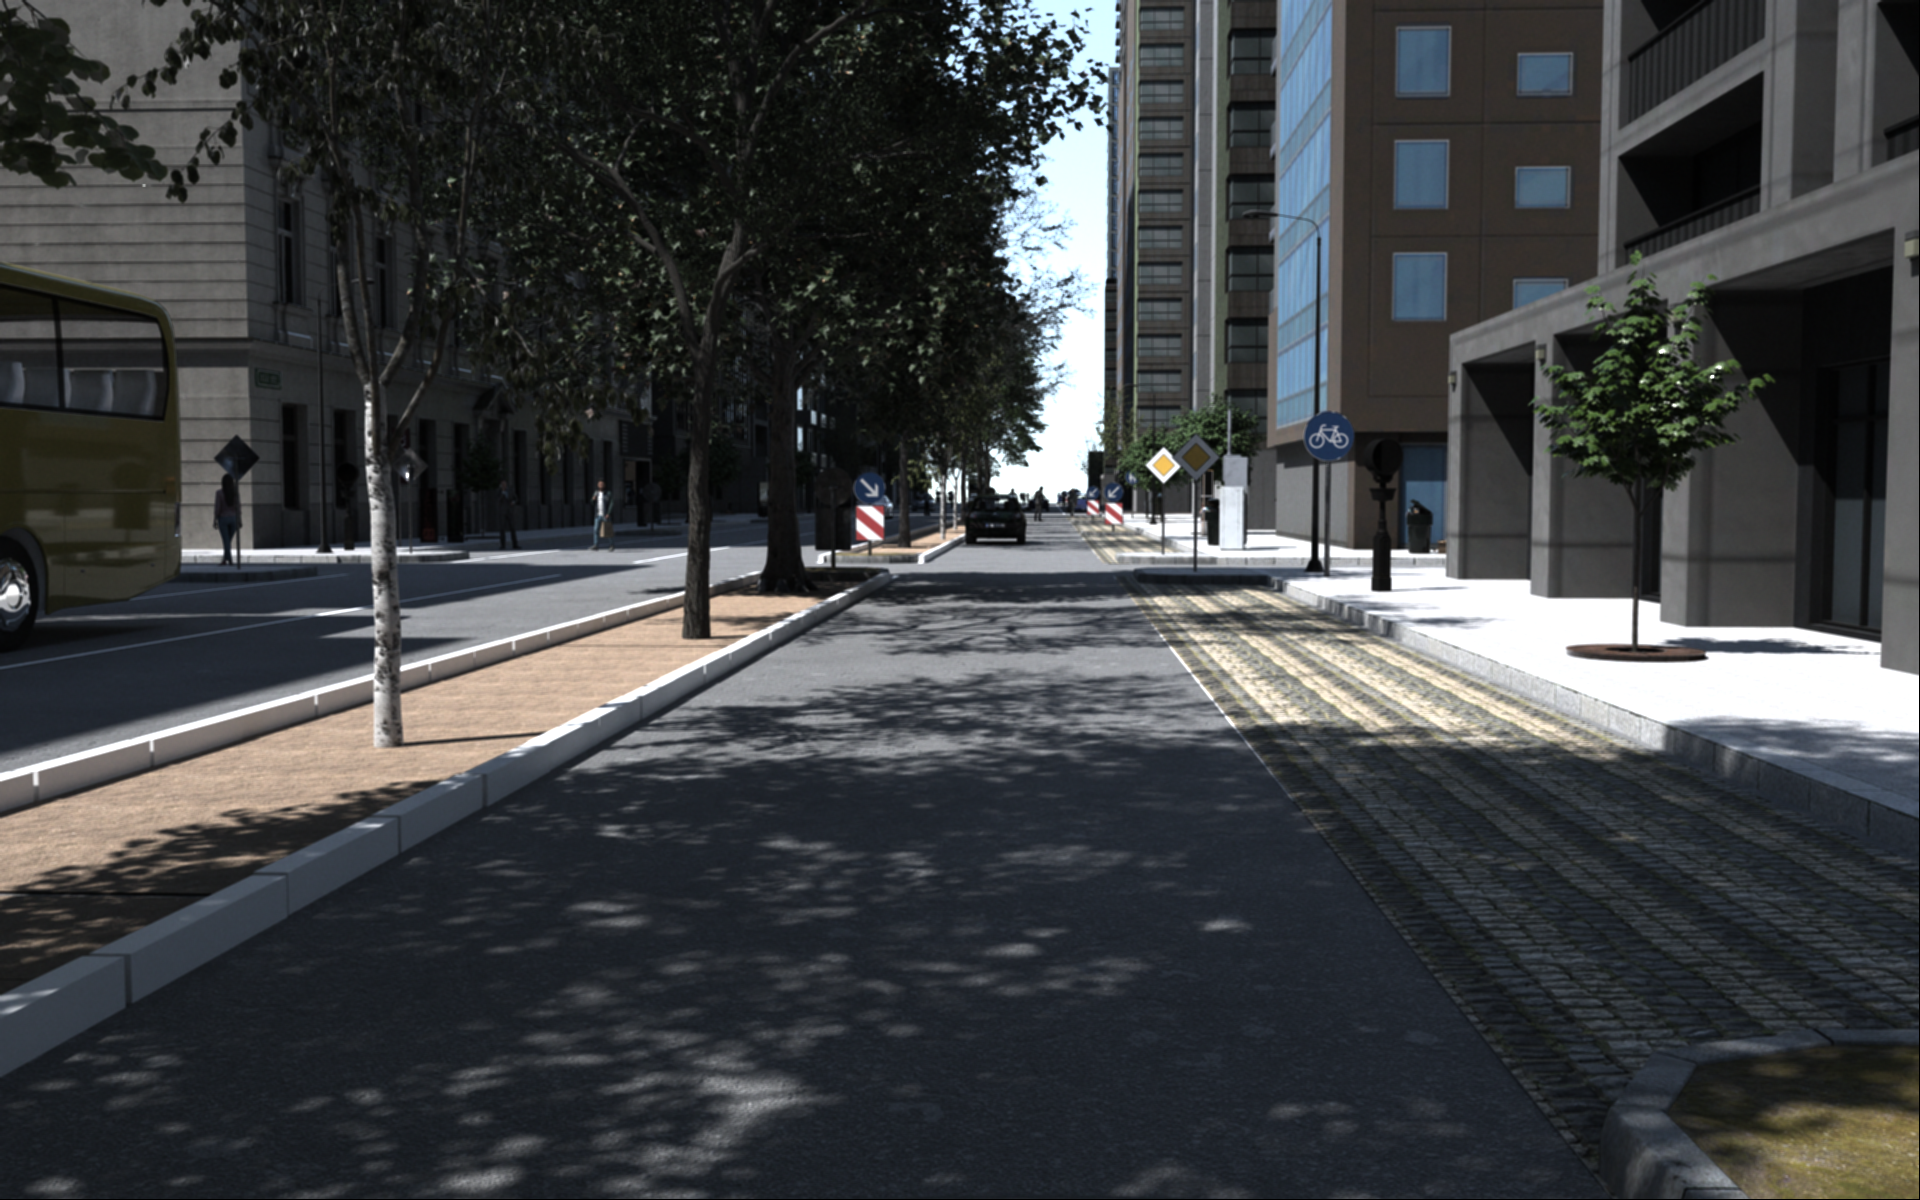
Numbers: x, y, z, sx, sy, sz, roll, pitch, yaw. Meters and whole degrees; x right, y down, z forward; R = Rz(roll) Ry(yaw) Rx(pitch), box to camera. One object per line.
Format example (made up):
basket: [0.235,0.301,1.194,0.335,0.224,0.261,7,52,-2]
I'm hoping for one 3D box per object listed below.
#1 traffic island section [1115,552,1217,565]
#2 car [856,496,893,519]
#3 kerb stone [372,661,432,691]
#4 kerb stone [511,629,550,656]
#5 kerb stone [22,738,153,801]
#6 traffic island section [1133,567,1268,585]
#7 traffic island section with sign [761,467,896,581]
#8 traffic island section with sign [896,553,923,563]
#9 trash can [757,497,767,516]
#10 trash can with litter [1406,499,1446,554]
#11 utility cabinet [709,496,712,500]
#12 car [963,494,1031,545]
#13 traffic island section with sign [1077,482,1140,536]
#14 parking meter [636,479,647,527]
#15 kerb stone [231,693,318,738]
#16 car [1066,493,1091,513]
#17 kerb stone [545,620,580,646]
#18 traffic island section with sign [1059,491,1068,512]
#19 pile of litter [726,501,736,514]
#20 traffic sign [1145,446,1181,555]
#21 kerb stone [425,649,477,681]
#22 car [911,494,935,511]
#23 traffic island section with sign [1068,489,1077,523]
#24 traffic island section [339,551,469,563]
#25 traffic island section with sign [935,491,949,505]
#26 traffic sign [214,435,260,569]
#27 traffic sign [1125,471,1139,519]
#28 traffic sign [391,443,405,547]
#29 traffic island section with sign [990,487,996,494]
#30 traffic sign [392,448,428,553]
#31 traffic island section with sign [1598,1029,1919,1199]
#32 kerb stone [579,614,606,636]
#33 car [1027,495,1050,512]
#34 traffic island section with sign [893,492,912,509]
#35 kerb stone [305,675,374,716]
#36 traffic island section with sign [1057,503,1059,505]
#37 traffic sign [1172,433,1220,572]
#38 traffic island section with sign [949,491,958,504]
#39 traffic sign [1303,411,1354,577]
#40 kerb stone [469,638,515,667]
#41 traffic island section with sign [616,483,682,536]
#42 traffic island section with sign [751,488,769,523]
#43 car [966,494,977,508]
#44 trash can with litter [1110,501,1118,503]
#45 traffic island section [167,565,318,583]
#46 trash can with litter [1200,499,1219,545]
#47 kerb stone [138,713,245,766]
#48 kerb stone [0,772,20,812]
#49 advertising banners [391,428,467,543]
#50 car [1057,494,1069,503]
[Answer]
traffic island section: [4.318,-0.879,36.659,2.009,0.180,2.903,0,4,3]
car: [-4.917,-5.355,99.918,2.083,1.381,4.827,0,4,3]
kerb stone: [-4.107,0.586,12.622,0.120,0.150,1.000,0,4,3]
kerb stone: [-3.941,0.397,15.702,0.120,0.150,1.000,0,4,3]
kerb stone: [-4.304,0.836,8.526,0.120,0.150,1.000,0,4,3]
traffic island section: [3.915,-0.392,28.684,2.009,0.180,2.903,0,4,3]
traffic island section with sign: [-2.221,-1.290,29.232,2.006,1.907,1.989,0,4,3]
traffic island section with sign: [-1.837,-1.743,36.629,2.006,1.907,1.989,0,4,3]
trash can: [-11.285,-5.358,99.249,0.748,1.137,0.748,0,3,0]
trash can with litter: [10.175,-1.592,37.415,1.055,1.170,0.624,1,4,12]
utility cabinet: [-12.803,-4.568,85.848,1.020,1.237,0.306,-2,4,-29]
car: [1.060,-2.488,50.469,2.009,1.686,4.222,0,4,2]
traffic island section with sign: [5.144,-3.114,59.546,1.989,1.847,2.006,0,4,3]
parking meter: [-12.544,-3.821,68.192,0.399,1.863,0.255,-1,4,-17]
kerb stone: [-4.209,0.714,10.574,0.120,0.150,1.000,0,4,3]
car: [9.121,-7.547,132.979,1.945,1.707,3.694,0,4,3]
kerb stone: [-3.889,0.334,16.736,0.120,0.150,1.000,0,4,3]
traffic island section with sign: [9.046,-7.827,136.604,1.989,1.847,2.006,0,4,3]
pile of litter: [-14.881,-5.881,110.112,1.176,0.858,1.719,-2,4,-34]
traffic sign: [4.294,-2.015,36.582,0.795,2.450,0.064,0,4,3]
kerb stone: [-4.051,0.523,13.646,0.120,0.150,1.000,0,4,3]
car: [-3.057,-8.123,144.811,2.014,1.417,4.499,0,4,3]
traffic island section with sign: [6.511,-4.761,86.467,1.989,1.847,2.006,0,4,3]
traffic island section: [-11.902,-0.930,37.481,2.009,0.180,2.903,0,4,3]
traffic island section with sign: [-2.722,-12.878,219.185,1.989,1.847,2.006,0,4,3]
traffic sign: [-12.281,-1.578,29.443,0.795,2.450,0.064,0,4,3]
traffic sign: [9.006,-5.522,90.385,0.768,2.556,0.104,1,4,12]
traffic sign: [-13.622,-2.572,42.060,0.884,2.594,0.081,1,4,11]
traffic island section with sign: [1.948,-6.333,111.673,2.006,1.907,1.989,0,4,3]
traffic sign: [-11.878,-2.066,37.418,0.795,2.450,0.064,0,4,3]
traffic island section with sign: [2.308,0.338,3.097,1.989,1.847,2.006,0,4,3]
kerb stone: [-3.839,0.274,17.758,0.120,0.150,1.000,0,4,3]
car: [6.527,-8.013,143.585,1.945,1.354,3.894,0,4,3]
traffic island section with sign: [-5.492,-9.523,164.335,1.989,1.847,2.006,0,4,3]
kerb stone: [-4.151,0.648,11.599,0.120,0.150,1.000,0,4,3]
traffic island section with sign: [10.414,-9.474,163.525,1.989,1.847,2.006,0,4,3]
traffic sign: [3.891,-1.527,28.608,0.795,2.450,0.064,0,4,3]
traffic island section with sign: [-1.361,-14.525,246.106,1.989,1.847,2.006,0,4,3]
traffic sign: [5.684,-1.630,26.758,0.768,2.556,0.104,1,4,10]
kerb stone: [-4.002,0.460,14.667,0.120,0.150,1.000,0,4,3]
traffic island section with sign: [-10.760,-3.152,60.159,1.989,1.847,2.006,0,4,3]
traffic island section with sign: [-9.396,-4.798,87.080,1.989,1.847,2.006,0,4,3]
car: [1.619,-10.085,175.111,2.015,1.641,3.980,0,4,3]
trash can with litter: [9.883,-6.014,109.710,0.624,1.170,1.055,-1,4,-15]
traffic island section: [-12.305,-0.442,29.506,2.009,0.180,2.903,0,4,3]
trash can with litter: [6.551,-1.965,43.515,0.624,1.170,1.055,3,5,43]
kerb stone: [-4.247,0.773,9.552,0.120,0.150,1.000,0,4,3]
kerb stone: [-4.361,0.899,7.499,0.120,0.150,1.000,0,4,3]
advertising banners: [-14.044,-3.035,45.808,2.074,3.025,0.090,1,4,10]
car: [15.078,-14.901,253.218,1.945,1.707,3.694,0,4,2]
